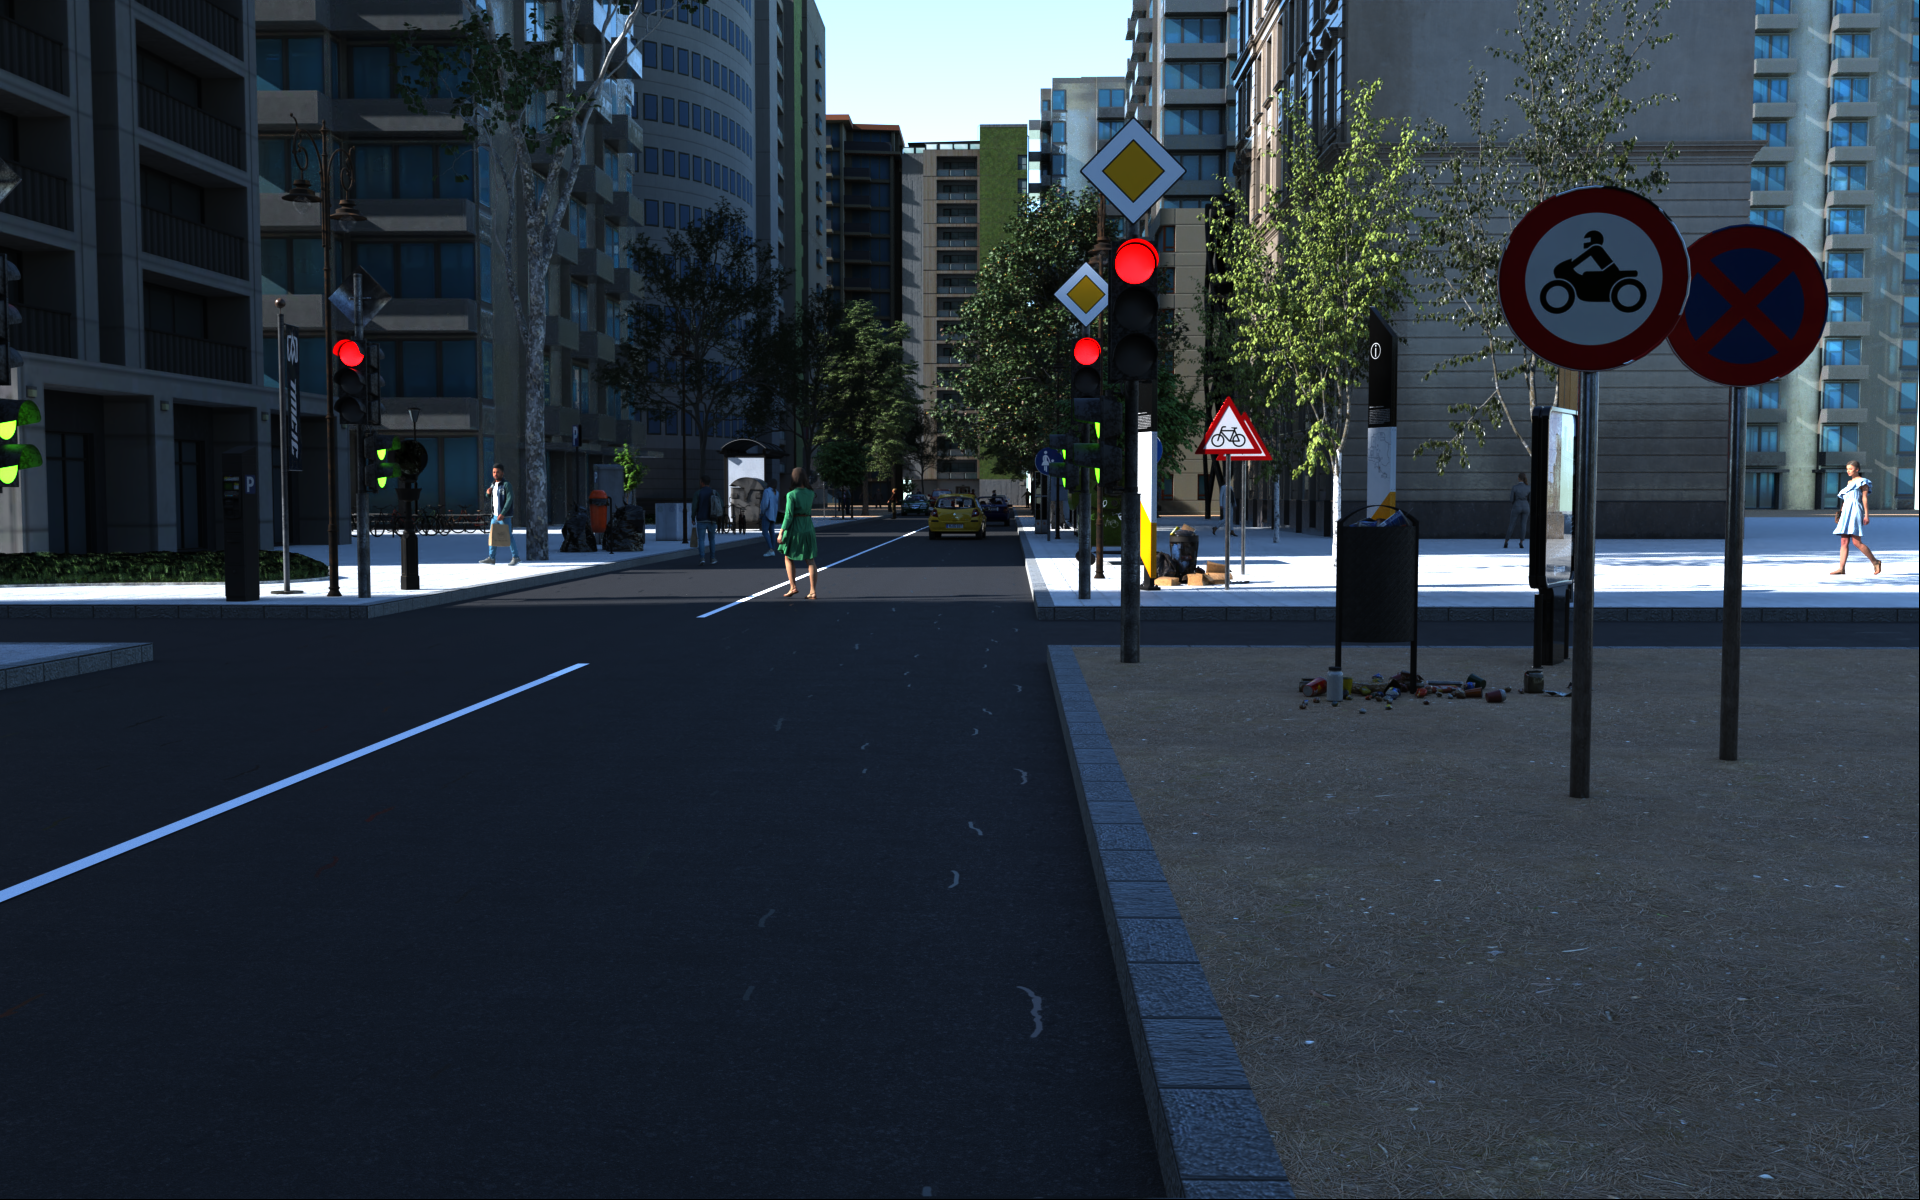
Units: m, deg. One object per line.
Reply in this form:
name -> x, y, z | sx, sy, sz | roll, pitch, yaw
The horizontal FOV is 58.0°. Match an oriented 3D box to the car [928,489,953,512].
car -> -1.411, -7.860, 137.190 | 2.281, 1.827, 5.304 | 0, 4, 0

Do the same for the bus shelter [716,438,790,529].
bus shelter -> -7.804, -4.402, 65.900 | 2.014, 3.302, 5.546 | 0, 4, 2

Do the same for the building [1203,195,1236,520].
building -> 20.713, -13.463, 87.567 | 16.820, 18.784, 16.811 | 0, 4, 2

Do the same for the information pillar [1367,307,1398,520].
information pillar -> 5.237, -1.846, 21.538 | 0.183, 3.616, 0.504 | -1, 4, -23

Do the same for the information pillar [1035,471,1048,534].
information pillar -> 2.610, -3.125, 55.585 | 0.304, 2.012, 0.304 | -3, 5, -41

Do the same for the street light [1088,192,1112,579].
street light -> 2.120, -3.262, 26.128 | 0.468, 5.910, 1.993 | 0, 4, 2

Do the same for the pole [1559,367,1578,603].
pole -> 7.144, -1.624, 20.394 | 0.158, 3.312, 0.155 | 0, 3, 0

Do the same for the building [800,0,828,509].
building -> -23.445, -32.416, 153.695 | 21.600, 48.544, 21.300 | 0, 4, 2

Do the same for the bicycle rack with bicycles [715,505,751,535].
bicycle rack with bicycles -> -8.039, -2.594, 55.789 | 2.852, 0.926, 2.925 | 0, 4, -8

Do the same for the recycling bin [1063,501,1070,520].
recycling bin -> 5.222, -4.464, 85.544 | 0.722, 1.027, 0.722 | 0, 4, 1

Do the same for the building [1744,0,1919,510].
building -> 65.592, -32.460, 150.329 | 30.456, 49.044, 23.786 | 0, 4, 2

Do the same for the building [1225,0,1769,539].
building -> 16.858, -16.113, 60.707 | 12.463, 27.353, 25.104 | 0, 4, 2

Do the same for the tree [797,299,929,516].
tree -> -5.688, -11.229, 101.727 | 7.486, 12.596, 7.792 | 0, 3, 0

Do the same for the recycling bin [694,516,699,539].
recycling bin -> -7.868, -2.233, 49.065 | 0.722, 1.027, 0.722 | 2, 4, 35

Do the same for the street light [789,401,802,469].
street light -> -6.470, -5.818, 67.905 | 0.468, 5.910, 1.993 | 0, 4, 2

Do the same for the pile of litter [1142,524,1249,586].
pile of litter -> 3.362, -0.657, 24.699 | 1.719, 0.858, 1.176 | -1, 4, -10

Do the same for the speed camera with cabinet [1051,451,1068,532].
speed camera with cabinet -> 4.082, -3.880, 57.777 | 2.038, 3.252, 0.660 | 1, 4, 11

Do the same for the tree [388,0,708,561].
tree -> -6.961, -10.882, 33.803 | 12.611, 20.169, 13.585 | 0, 3, 0

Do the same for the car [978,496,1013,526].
car -> 1.401, -4.019, 78.296 | 1.945, 1.354, 3.894 | 0, 4, 2

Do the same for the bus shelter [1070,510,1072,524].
bus shelter -> 5.179, -4.954, 72.285 | 1.731, 3.624, 6.357 | 0, 4, 2

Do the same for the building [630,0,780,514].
building -> -23.946, -34.751, 110.179 | 21.231, 58.520, 28.212 | 0, 4, 2

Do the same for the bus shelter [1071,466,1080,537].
bus shelter -> 4.302, -4.570, 52.357 | 2.179, 5.291, 8.768 | 0, 4, 2

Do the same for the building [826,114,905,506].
building -> -20.830, -33.337, 199.683 | 28.867, 44.769, 22.147 | 0, 4, 2

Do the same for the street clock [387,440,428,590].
street clock -> -7.385, -1.140, 23.203 | 0.471, 2.002, 0.358 | -3, 5, -41

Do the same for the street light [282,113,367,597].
street light -> -7.856, -2.984, 21.571 | 0.468, 5.910, 1.993 | 0, 4, 2

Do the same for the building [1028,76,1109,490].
building -> 23.024, -35.412, 198.589 | 30.456, 49.044, 23.786 | 0, 4, 2

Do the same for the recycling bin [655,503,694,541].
recycling bin -> -7.894, -2.145, 47.628 | 0.722, 1.027, 0.722 | 1, 4, 22

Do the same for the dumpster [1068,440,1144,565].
dumpster -> 2.770, -1.800, 31.928 | 1.502, 2.255, 1.985 | 0, 4, 1

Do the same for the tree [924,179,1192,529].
tree -> 3.570, -8.940, 63.173 | 9.611, 12.733, 9.660 | 0, 3, 0

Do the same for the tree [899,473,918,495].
tree -> -4.919, -10.124, 160.121 | 1.663, 3.219, 1.824 | 0, 3, 0

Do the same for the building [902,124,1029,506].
building -> 0.631, -31.269, 194.846 | 14.086, 41.232, 14.154 | 0, 4, 2

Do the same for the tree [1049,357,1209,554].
tree -> 3.638, -3.280, 37.343 | 4.285, 4.588, 4.351 | 0, 3, 0

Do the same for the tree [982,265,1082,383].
tree -> 4.799, -10.804, 87.020 | 12.009, 13.543, 11.850 | 0, 3, 0

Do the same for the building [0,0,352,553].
building -> -25.945, -36.686, 38.070 | 20.563, 71.187, 20.611 | 0, 4, 2

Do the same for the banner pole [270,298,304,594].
banner pole -> -8.691, -1.985, 22.479 | 0.401, 3.779, 0.863 | 0, 4, -1

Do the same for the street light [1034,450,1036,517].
street light -> 4.149, -7.525, 95.828 | 0.468, 5.910, 1.993 | 0, 4, 2

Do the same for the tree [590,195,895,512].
tree -> -7.713, -7.276, 53.376 | 7.601, 10.594, 8.767 | -3, 4, -37

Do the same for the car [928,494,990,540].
car -> -0.055, -2.789, 55.823 | 2.015, 1.641, 3.980 | 0, 4, 3

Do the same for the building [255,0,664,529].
building -> -26.418, -27.807, 74.257 | 23.786, 49.044, 30.456 | 0, 4, 2

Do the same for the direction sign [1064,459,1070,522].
direction sign -> 5.087, -5.320, 78.987 | 0.876, 3.537, 0.379 | 3, 5, 41

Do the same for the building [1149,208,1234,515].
building -> 26.327, -16.761, 119.079 | 27.650, 21.520, 28.899 | 0, 4, 2

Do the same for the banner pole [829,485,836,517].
banner pole -> -6.972, -6.445, 95.385 | 0.401, 3.779, 0.863 | -2, 4, -35

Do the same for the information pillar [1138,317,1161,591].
information pillar -> 2.503, -1.944, 23.141 | 0.183, 3.616, 0.504 | -1, 4, -19

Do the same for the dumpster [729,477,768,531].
dumpster -> -7.352, -3.355, 60.613 | 1.264, 1.857, 1.865 | 0, 4, 2

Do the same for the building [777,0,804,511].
building -> -19.739, -27.407, 131.705 | 14.154, 41.232, 14.086 | 0, 4, 2

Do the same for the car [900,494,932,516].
car -> -2.925, -6.317, 115.087 | 2.131, 1.459, 4.920 | 0, 4, 1

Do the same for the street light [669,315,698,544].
street light -> -7.135, -4.404, 44.791 | 0.468, 5.910, 1.993 | 0, 4, 2

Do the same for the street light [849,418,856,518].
street light -> -5.709, -7.256, 91.415 | 0.468, 5.910, 1.993 | 0, 4, 2

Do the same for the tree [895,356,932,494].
tree -> -6.538, -8.625, 75.433 | 7.601, 10.594, 8.767 | 1, 4, 22

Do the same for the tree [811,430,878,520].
tree -> -5.841, -6.356, 87.636 | 4.285, 4.588, 4.351 | 0, 3, 0

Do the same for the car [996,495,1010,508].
car -> 3.577, -9.025, 159.927 | 2.083, 1.381, 4.827 | 0, 4, 2

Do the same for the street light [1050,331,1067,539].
street light -> 2.789, -4.676, 49.242 | 0.468, 5.910, 1.993 | 0, 4, 2

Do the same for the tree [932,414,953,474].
tree -> -5.372, -11.647, 124.840 | 7.601, 10.594, 8.767 | 1, 4, 13

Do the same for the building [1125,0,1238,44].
building -> 25.645, -32.311, 147.892 | 23.786, 49.044, 30.456 | 0, 4, 2
